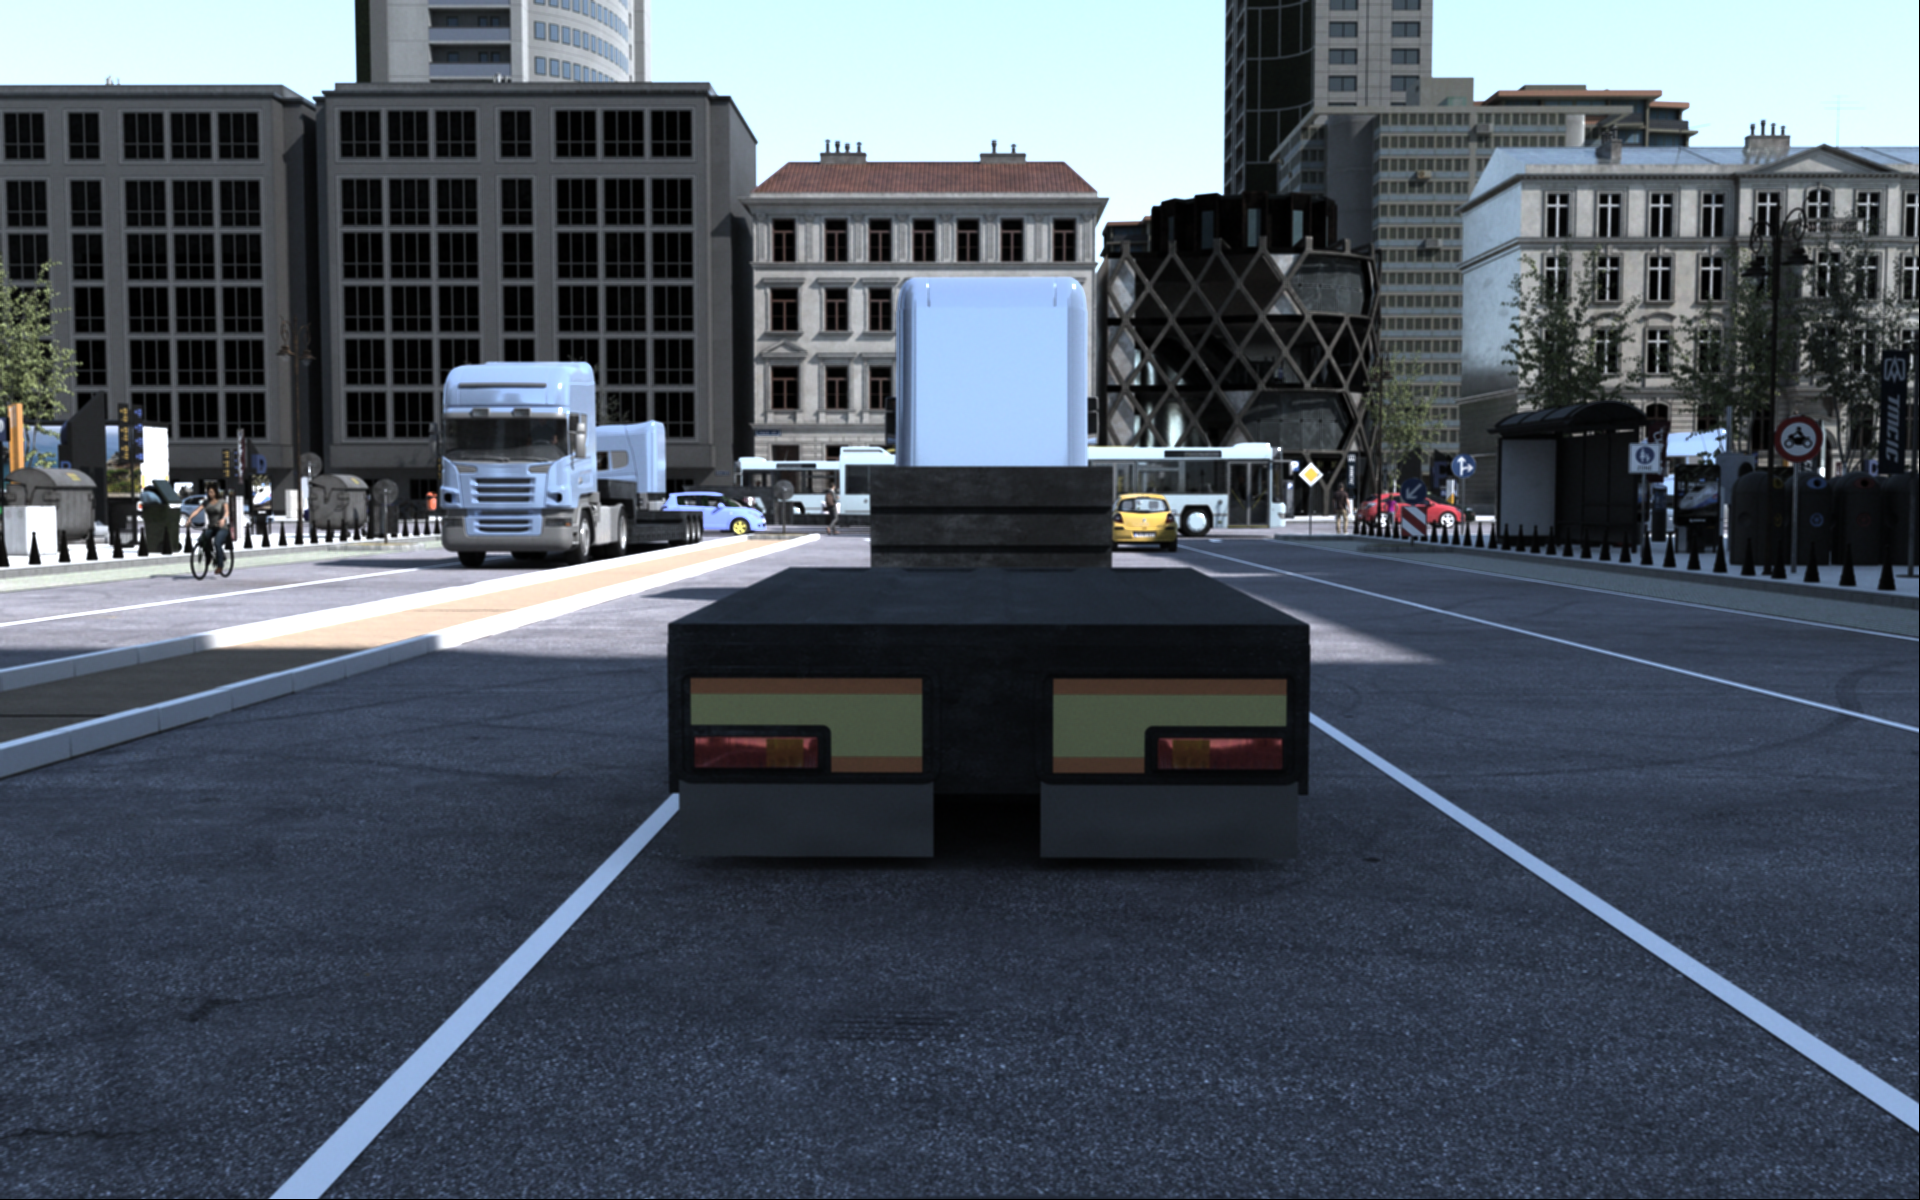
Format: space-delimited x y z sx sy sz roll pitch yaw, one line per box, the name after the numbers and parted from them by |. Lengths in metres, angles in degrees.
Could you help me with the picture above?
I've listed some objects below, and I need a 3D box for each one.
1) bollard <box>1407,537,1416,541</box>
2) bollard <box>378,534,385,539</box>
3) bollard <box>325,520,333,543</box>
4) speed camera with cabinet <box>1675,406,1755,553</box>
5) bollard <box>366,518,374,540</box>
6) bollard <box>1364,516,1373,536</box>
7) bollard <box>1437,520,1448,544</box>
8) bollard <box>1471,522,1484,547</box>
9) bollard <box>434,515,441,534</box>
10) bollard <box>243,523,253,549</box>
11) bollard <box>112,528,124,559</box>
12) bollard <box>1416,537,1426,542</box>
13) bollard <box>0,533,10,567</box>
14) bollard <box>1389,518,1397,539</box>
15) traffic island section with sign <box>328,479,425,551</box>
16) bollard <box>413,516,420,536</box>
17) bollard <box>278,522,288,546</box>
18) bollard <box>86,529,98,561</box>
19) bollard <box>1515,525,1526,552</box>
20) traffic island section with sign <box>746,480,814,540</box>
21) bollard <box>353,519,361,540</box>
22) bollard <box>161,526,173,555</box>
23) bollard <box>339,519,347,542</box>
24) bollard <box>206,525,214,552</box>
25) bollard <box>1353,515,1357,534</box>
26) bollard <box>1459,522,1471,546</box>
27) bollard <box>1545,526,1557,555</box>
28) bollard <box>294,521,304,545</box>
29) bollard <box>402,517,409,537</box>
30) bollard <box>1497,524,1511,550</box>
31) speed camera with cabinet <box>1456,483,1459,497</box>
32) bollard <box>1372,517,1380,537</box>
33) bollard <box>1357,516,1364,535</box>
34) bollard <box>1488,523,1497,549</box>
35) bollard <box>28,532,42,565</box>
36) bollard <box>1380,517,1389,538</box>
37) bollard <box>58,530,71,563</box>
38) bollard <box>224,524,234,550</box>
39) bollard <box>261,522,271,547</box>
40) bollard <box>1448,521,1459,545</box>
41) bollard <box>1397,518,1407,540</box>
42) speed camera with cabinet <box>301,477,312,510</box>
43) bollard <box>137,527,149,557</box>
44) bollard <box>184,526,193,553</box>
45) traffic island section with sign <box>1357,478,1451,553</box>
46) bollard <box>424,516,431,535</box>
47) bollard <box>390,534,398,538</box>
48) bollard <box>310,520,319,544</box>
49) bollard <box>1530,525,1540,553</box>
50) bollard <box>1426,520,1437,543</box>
12.576 -1.949 47.910 0.229 0.601 0.229 0 3 0 | bollard
-16.686 -2.078 50.010 0.229 0.601 0.229 0 3 0 | bollard
-16.718 -1.825 45.877 0.229 0.601 0.229 0 3 0 | bollard
16.754 -2.694 38.381 2.038 3.252 0.660 -2 4 -32 | speed camera with cabinet
-16.695 -2.015 48.983 0.229 0.601 0.229 0 3 0 | bollard
12.607 -2.264 53.057 0.229 0.601 0.229 0 3 0 | bollard
12.550 -1.761 44.830 0.229 0.601 0.229 0 3 0 | bollard
12.532 -1.572 41.749 0.229 0.601 0.229 0 3 0 | bollard
-16.654 -2.392 55.151 0.229 0.601 0.229 0 3 0 | bollard
-16.746 -1.510 40.727 0.229 0.601 0.229 0 3 0 | bollard
-16.793 -1.131 34.533 0.229 0.601 0.229 0 3 0 | bollard
12.566 -1.886 46.883 0.229 0.601 0.229 0 3 0 | bollard
-16.817 -0.879 30.415 0.229 0.601 0.229 0 3 0 | bollard
12.585 -2.075 49.963 0.229 0.601 0.229 0 3 0 | bollard
-14.779 -2.172 44.138 1.989 1.847 2.006 0 4 0 | traffic island section with sign
-16.669 -2.266 53.097 0.229 0.601 0.229 0 3 0 | bollard
-16.736 -1.636 42.783 0.229 0.601 0.229 0 3 0 | bollard
-16.799 -1.068 33.506 0.229 0.601 0.229 0 3 0 | bollard
12.516 -1.383 38.659 0.229 0.601 0.229 0 3 0 | bollard
-5.626 -2.845 54.645 2.006 1.907 1.989 0 4 0 | traffic island section with sign
-16.701 -1.951 47.945 0.229 0.601 0.229 0 3 0 | bollard
-16.773 -1.258 36.609 0.229 0.601 0.229 0 3 0 | bollard
-16.708 -1.888 46.904 0.229 0.601 0.229 0 3 0 | bollard
-16.764 -1.384 38.662 0.229 0.601 0.229 0 3 0 | bollard
12.618 -2.390 55.111 0.229 0.601 0.229 0 3 0 | bollard
12.539 -1.635 42.777 0.229 0.601 0.229 0 3 0 | bollard
12.498 -1.258 36.604 0.229 0.601 0.229 0 3 0 | bollard
-16.733 -1.698 43.810 0.229 0.601 0.229 0 3 0 | bollard
-16.677 -2.204 52.071 0.229 0.601 0.229 0 3 0 | bollard
12.516 -1.446 39.686 0.229 0.601 0.229 0 3 0 | bollard
42.840 -9.401 148.042 0.660 3.252 2.038 3 4 37 | speed camera with cabinet
12.602 -2.200 52.017 0.229 0.601 0.229 0 3 0 | bollard
12.611 -2.327 54.084 0.229 0.601 0.229 0 3 0 | bollard
12.528 -1.509 40.713 0.229 0.601 0.229 0 3 0 | bollard
-16.809 -0.943 31.452 0.229 0.601 0.229 0 3 0 | bollard
12.590 -2.138 50.990 0.229 0.601 0.229 0 3 0 | bollard
-16.801 -1.005 32.479 0.229 0.601 0.229 0 3 0 | bollard
-16.756 -1.446 39.689 0.229 0.601 0.229 0 3 0 | bollard
-16.741 -1.573 41.754 0.229 0.601 0.229 0 3 0 | bollard
12.548 -1.698 43.803 0.229 0.601 0.229 0 3 0 | bollard
12.579 -2.012 48.937 0.229 0.601 0.229 0 3 0 | bollard
-35.041 -6.023 92.809 0.660 3.252 2.038 -1 4 -16 | speed camera with cabinet
-16.783 -1.194 35.563 0.229 0.601 0.229 0 3 0 | bollard
-16.768 -1.321 37.636 0.229 0.601 0.229 0 3 0 | bollard
10.927 -2.095 42.888 1.989 1.847 2.006 0 4 0 | traffic island section with sign
-16.660 -2.329 54.124 0.229 0.601 0.229 0 3 0 | bollard
-16.680 -2.141 51.041 0.229 0.601 0.229 0 3 0 | bollard
-16.725 -1.761 44.839 0.229 0.601 0.229 0 3 0 | bollard
12.504 -1.321 37.633 0.229 0.601 0.229 0 3 0 | bollard
12.557 -1.824 45.857 0.229 0.601 0.229 0 3 0 | bollard
